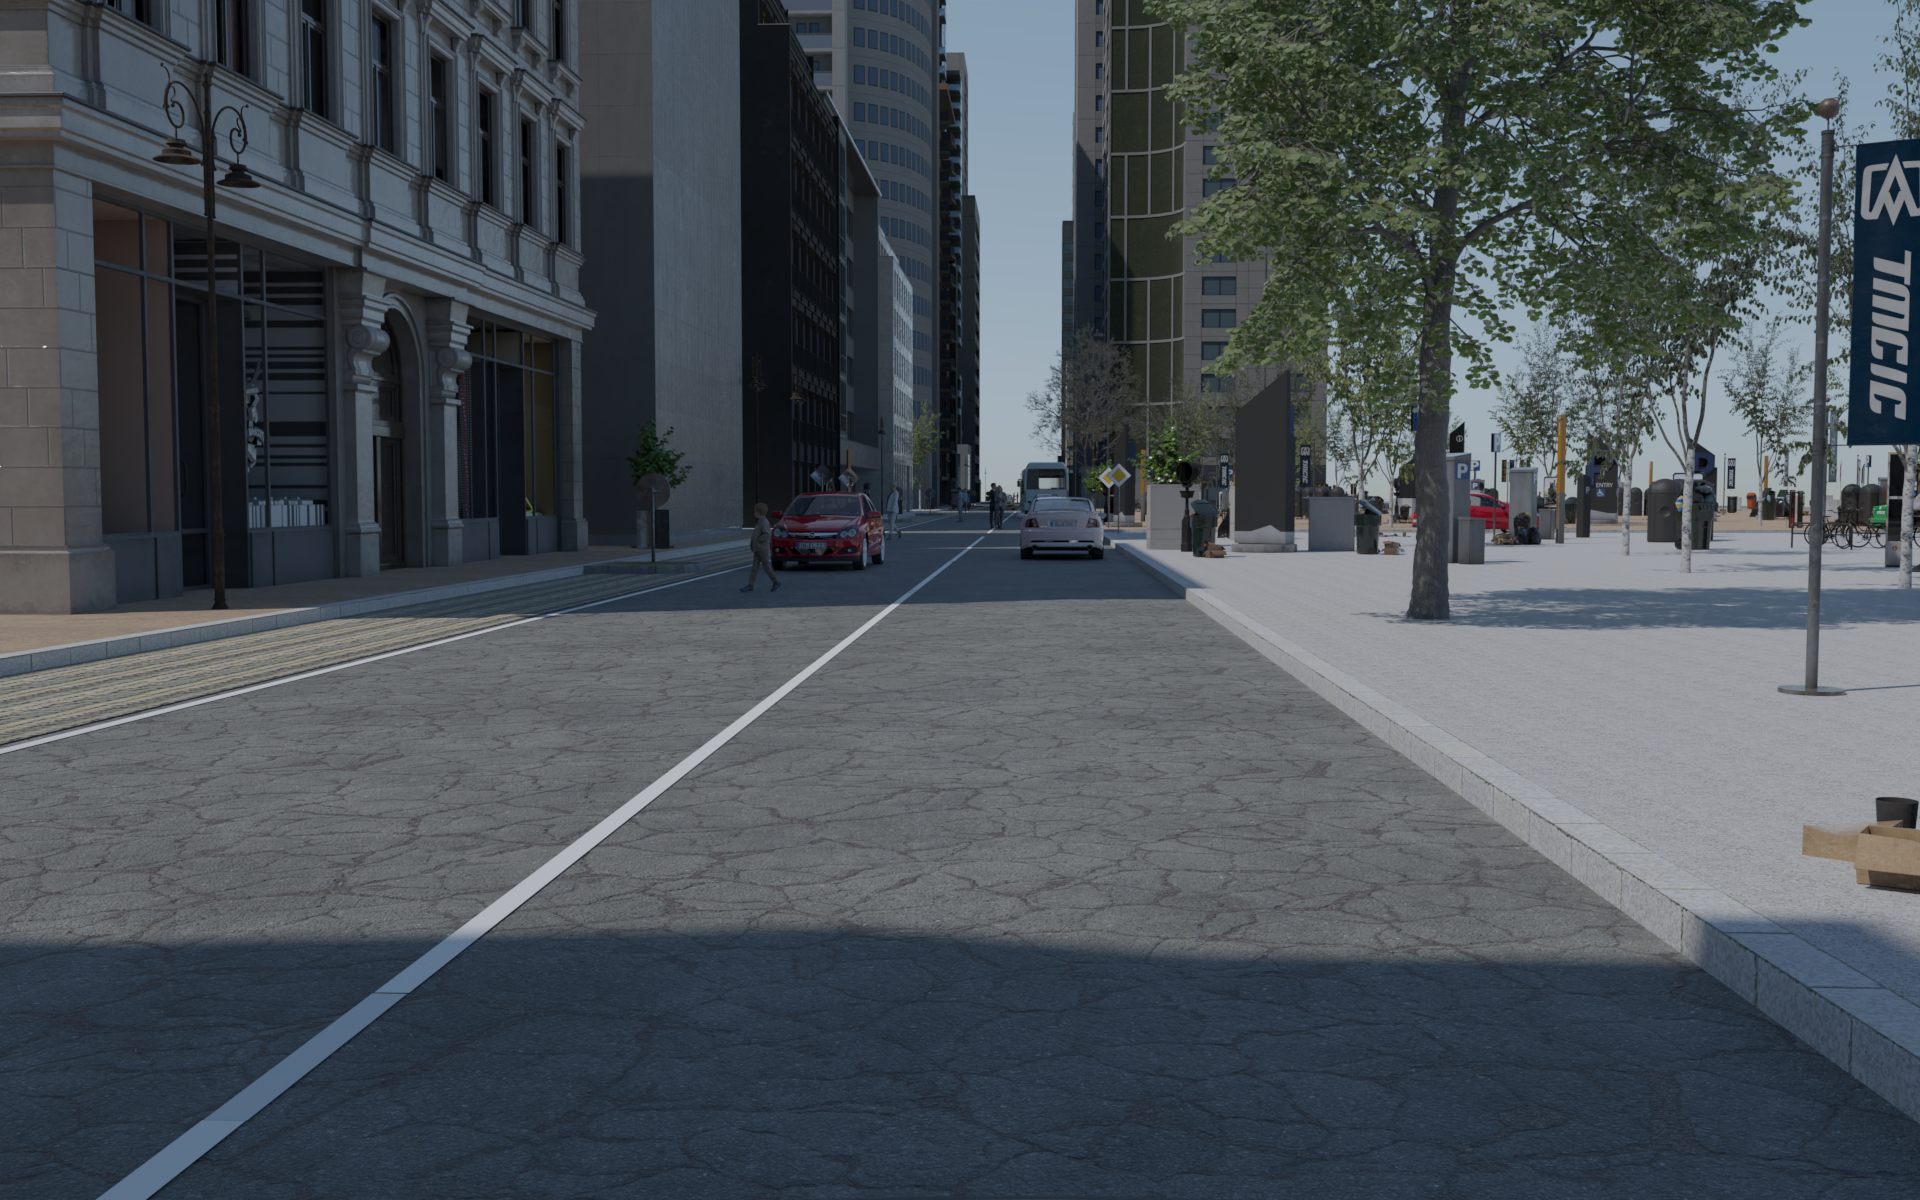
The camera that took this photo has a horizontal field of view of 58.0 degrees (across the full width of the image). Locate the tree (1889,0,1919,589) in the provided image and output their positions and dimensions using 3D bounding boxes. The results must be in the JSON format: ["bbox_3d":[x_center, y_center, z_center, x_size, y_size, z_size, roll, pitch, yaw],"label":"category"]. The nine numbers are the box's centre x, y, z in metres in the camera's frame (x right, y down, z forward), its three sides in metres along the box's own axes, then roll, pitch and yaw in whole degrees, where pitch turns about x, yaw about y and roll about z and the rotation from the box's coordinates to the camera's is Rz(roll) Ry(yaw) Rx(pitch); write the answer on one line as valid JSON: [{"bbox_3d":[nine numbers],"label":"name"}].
[{"bbox_3d":[12.839,-4.474,23.521,4.360,8.622,3.978,0,3,0],"label":"tree"}]

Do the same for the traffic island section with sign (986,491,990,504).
[{"bbox_3d":[4.078,-14.576,246.948,1.989,1.847,2.006,0,4,3],"label":"traffic island section with sign"}]

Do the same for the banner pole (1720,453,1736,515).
[{"bbox_3d":[47.021,-7.094,105.998,0.863,3.779,0.401,3,4,37],"label":"banner pole"}]

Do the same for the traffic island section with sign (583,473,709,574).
[{"bbox_3d":[-5.685,-1.414,31.742,1.989,1.847,2.006,0,4,3],"label":"traffic island section with sign"}]

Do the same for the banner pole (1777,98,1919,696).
[{"bbox_3d":[5.685,-1.279,10.935,0.863,3.779,0.401,2,4,34],"label":"banner pole"}]

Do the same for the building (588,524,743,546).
[{"bbox_3d":[-22.058,-14.109,49.753,30.058,24.678,14.314,0,4,3],"label":"building"}]

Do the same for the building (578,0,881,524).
[{"bbox_3d":[-12.750,-16.932,95.909,14.314,24.678,30.058,0,4,3],"label":"building"}]

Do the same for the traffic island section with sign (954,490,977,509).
[{"bbox_3d":[0.322,-9.506,164.045,1.989,1.847,2.006,0,4,3],"label":"traffic island section with sign"}]

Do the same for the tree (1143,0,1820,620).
[{"bbox_3d":[5.196,-6.095,17.786,7.486,12.596,7.792,0,3,0],"label":"tree"}]

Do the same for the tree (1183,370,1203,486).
[{"bbox_3d":[14.930,-8.902,95.917,4.360,8.622,3.978,0,3,0],"label":"tree"}]

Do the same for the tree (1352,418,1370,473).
[{"bbox_3d":[26.825,-10.496,121.972,4.360,8.622,3.978,0,3,0],"label":"tree"}]

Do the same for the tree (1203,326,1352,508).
[{"bbox_3d":[13.376,-7.511,73.161,4.360,8.622,3.978,0,3,0],"label":"tree"}]

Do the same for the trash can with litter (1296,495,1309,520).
[{"bbox_3d":[17.787,-4.671,87.432,2.233,1.210,1.678,-2,4,-35],"label":"trash can with litter"}]

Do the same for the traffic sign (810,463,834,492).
[{"bbox_3d":[-4.518,-3.254,56.846,0.795,2.450,0.064,0,4,3],"label":"traffic sign"}]

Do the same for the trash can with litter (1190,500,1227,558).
[{"bbox_3d":[5.082,-1.445,35.015,0.624,1.170,1.055,-1,4,-19],"label":"trash can with litter"}]

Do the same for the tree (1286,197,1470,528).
[{"bbox_3d":[9.773,-5.606,42.016,4.737,8.622,4.395,0,3,0],"label":"tree"}]

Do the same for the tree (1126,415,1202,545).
[{"bbox_3d":[5.164,-2.918,42.307,1.663,3.219,1.824,0,3,0],"label":"tree"}]

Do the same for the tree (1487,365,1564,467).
[{"bbox_3d":[32.434,-9.124,99.539,4.737,8.622,4.395,0,3,0],"label":"tree"}]

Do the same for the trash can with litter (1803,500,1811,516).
[{"bbox_3d":[50.091,-5.544,102.027,0.624,1.170,1.055,-3,5,-39],"label":"trash can with litter"}]

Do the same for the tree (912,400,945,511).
[{"bbox_3d":[-3.340,-11.245,134.224,4.737,8.622,4.395,0,3,0],"label":"tree"}]

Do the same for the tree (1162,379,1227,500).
[{"bbox_3d":[15.120,-9.799,110.571,4.737,8.622,4.395,0,3,0],"label":"tree"}]

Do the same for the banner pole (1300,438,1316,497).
[{"bbox_3d":[15.536,-5.331,77.173,0.863,3.779,0.401,0,4,2],"label":"banner pole"}]

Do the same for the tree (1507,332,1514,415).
[{"bbox_3d":[13.997,-5.245,36.110,4.360,8.622,3.978,0,3,0],"label":"tree"}]

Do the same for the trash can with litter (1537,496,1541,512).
[{"bbox_3d":[36.409,-5.964,108.904,0.624,1.170,1.055,2,4,32],"label":"trash can with litter"}]

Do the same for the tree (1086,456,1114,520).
[{"bbox_3d":[7.657,-5.666,87.241,1.663,3.219,1.824,0,3,0],"label":"tree"}]

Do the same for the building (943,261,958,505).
[{"bbox_3d":[-7.588,-26.448,204.119,14.160,30.474,14.107,0,4,3],"label":"building"}]

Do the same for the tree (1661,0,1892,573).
[{"bbox_3d":[11.799,-4.760,28.191,4.360,8.622,3.978,0,3,0],"label":"tree"}]

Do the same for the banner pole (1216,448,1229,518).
[{"bbox_3d":[14.081,-6.320,93.341,0.863,3.779,0.401,1,4,14],"label":"banner pole"}]

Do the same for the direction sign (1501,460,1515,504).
[{"bbox_3d":[36.002,-7.453,113.848,0.876,3.537,0.379,-1,4,-8],"label":"direction sign"}]

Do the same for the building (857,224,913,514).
[{"bbox_3d":[-9.071,-16.192,119.490,10.420,20.320,16.860,0,4,3],"label":"building"}]

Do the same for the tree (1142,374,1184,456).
[{"bbox_3d":[13.005,-9.325,102.827,4.360,8.622,3.978,0,3,0],"label":"tree"}]

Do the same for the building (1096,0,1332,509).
[{"bbox_3d":[21.116,-43.811,154.567,20.563,71.187,20.611,0,4,3],"label":"building"}]

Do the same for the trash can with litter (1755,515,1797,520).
[{"bbox_3d":[40.885,-4.642,86.951,1.678,1.210,2.233,-3,4,-38],"label":"trash can with litter"}]

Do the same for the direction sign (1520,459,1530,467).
[{"bbox_3d":[37.007,-7.430,113.469,0.379,3.537,0.876,-2,4,-23],"label":"direction sign"}]

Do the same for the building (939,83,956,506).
[{"bbox_3d":[-11.808,-32.280,182.404,22.147,44.769,28.867,0,4,3],"label":"building"}]

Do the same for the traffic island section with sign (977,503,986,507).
[{"bbox_3d":[1.547,-11.153,190.973,1.989,1.847,2.006,0,4,3],"label":"traffic island section with sign"}]

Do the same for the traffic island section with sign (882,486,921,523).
[{"bbox_3d":[-3.160,-4.812,87.305,1.989,1.847,2.006,0,4,3],"label":"traffic island section with sign"}]

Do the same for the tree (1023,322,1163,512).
[{"bbox_3d":[9.521,-13.111,124.727,12.009,13.543,11.850,0,3,0],"label":"tree"}]

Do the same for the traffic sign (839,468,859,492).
[{"bbox_3d":[-4.156,-3.742,64.822,0.795,2.450,0.064,0,4,3],"label":"traffic sign"}]

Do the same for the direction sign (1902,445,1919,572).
[{"bbox_3d":[15.832,-2.226,28.394,0.876,3.537,0.379,-1,4,-11],"label":"direction sign"}]

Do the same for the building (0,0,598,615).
[{"bbox_3d":[-13.807,-10.300,19.313,10.553,20.767,40.483,0,4,3],"label":"building"}]

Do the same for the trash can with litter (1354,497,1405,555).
[{"bbox_3d":[8.902,-1.551,36.744,1.055,1.170,0.624,2,4,28],"label":"trash can with litter"}]

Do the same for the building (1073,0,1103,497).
[{"bbox_3d":[22.304,-38.978,179.291,21.231,58.520,28.212,0,4,3],"label":"building"}]

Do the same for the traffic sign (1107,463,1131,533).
[{"bbox_3d":[5.165,-3.226,56.387,0.795,2.450,0.064,0,4,3],"label":"traffic sign"}]

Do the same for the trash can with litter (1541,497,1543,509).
[{"bbox_3d":[27.636,-4.226,80.476,0.624,1.170,1.055,3,5,41],"label":"trash can with litter"}]

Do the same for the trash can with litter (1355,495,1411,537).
[{"bbox_3d":[12.674,-2.505,52.007,2.233,1.210,1.678,1,4,22],"label":"trash can with litter"}]

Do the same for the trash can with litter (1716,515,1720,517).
[{"bbox_3d":[41.754,-5.261,97.073,2.233,1.210,1.678,-2,4,-25],"label":"trash can with litter"}]

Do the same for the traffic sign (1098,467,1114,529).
[{"bbox_3d":[5.528,-3.714,64.364,0.795,2.450,0.064,0,4,3],"label":"traffic sign"}]

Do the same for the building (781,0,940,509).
[{"bbox_3d":[-13.101,-37.402,153.527,21.231,58.520,28.212,0,4,3],"label":"building"}]

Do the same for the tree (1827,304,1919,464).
[{"bbox_3d":[28.639,-6.244,52.459,4.737,8.622,4.395,0,3,0],"label":"tree"}]

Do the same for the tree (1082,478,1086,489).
[{"bbox_3d":[8.607,-6.735,104.719,1.663,3.219,1.824,0,3,0],"label":"tree"}]

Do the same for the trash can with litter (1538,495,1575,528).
[{"bbox_3d":[22.407,-3.390,66.482,2.233,1.210,1.678,2,4,27],"label":"trash can with litter"}]

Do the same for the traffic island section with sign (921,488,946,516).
[{"bbox_3d":[-1.913,-6.487,114.694,1.989,1.847,2.006,0,4,3],"label":"traffic island section with sign"}]

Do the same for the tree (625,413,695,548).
[{"bbox_3d":[-7.349,-2.847,41.155,1.663,3.219,1.824,0,3,0],"label":"tree"}]

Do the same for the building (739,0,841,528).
[{"bbox_3d":[-12.055,-14.838,72.281,12.332,23.373,15.834,0,4,3],"label":"building"}]

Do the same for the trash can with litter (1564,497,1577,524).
[{"bbox_3d":[25.903,-3.812,73.716,1.055,1.170,0.624,-3,5,-40],"label":"trash can with litter"}]
